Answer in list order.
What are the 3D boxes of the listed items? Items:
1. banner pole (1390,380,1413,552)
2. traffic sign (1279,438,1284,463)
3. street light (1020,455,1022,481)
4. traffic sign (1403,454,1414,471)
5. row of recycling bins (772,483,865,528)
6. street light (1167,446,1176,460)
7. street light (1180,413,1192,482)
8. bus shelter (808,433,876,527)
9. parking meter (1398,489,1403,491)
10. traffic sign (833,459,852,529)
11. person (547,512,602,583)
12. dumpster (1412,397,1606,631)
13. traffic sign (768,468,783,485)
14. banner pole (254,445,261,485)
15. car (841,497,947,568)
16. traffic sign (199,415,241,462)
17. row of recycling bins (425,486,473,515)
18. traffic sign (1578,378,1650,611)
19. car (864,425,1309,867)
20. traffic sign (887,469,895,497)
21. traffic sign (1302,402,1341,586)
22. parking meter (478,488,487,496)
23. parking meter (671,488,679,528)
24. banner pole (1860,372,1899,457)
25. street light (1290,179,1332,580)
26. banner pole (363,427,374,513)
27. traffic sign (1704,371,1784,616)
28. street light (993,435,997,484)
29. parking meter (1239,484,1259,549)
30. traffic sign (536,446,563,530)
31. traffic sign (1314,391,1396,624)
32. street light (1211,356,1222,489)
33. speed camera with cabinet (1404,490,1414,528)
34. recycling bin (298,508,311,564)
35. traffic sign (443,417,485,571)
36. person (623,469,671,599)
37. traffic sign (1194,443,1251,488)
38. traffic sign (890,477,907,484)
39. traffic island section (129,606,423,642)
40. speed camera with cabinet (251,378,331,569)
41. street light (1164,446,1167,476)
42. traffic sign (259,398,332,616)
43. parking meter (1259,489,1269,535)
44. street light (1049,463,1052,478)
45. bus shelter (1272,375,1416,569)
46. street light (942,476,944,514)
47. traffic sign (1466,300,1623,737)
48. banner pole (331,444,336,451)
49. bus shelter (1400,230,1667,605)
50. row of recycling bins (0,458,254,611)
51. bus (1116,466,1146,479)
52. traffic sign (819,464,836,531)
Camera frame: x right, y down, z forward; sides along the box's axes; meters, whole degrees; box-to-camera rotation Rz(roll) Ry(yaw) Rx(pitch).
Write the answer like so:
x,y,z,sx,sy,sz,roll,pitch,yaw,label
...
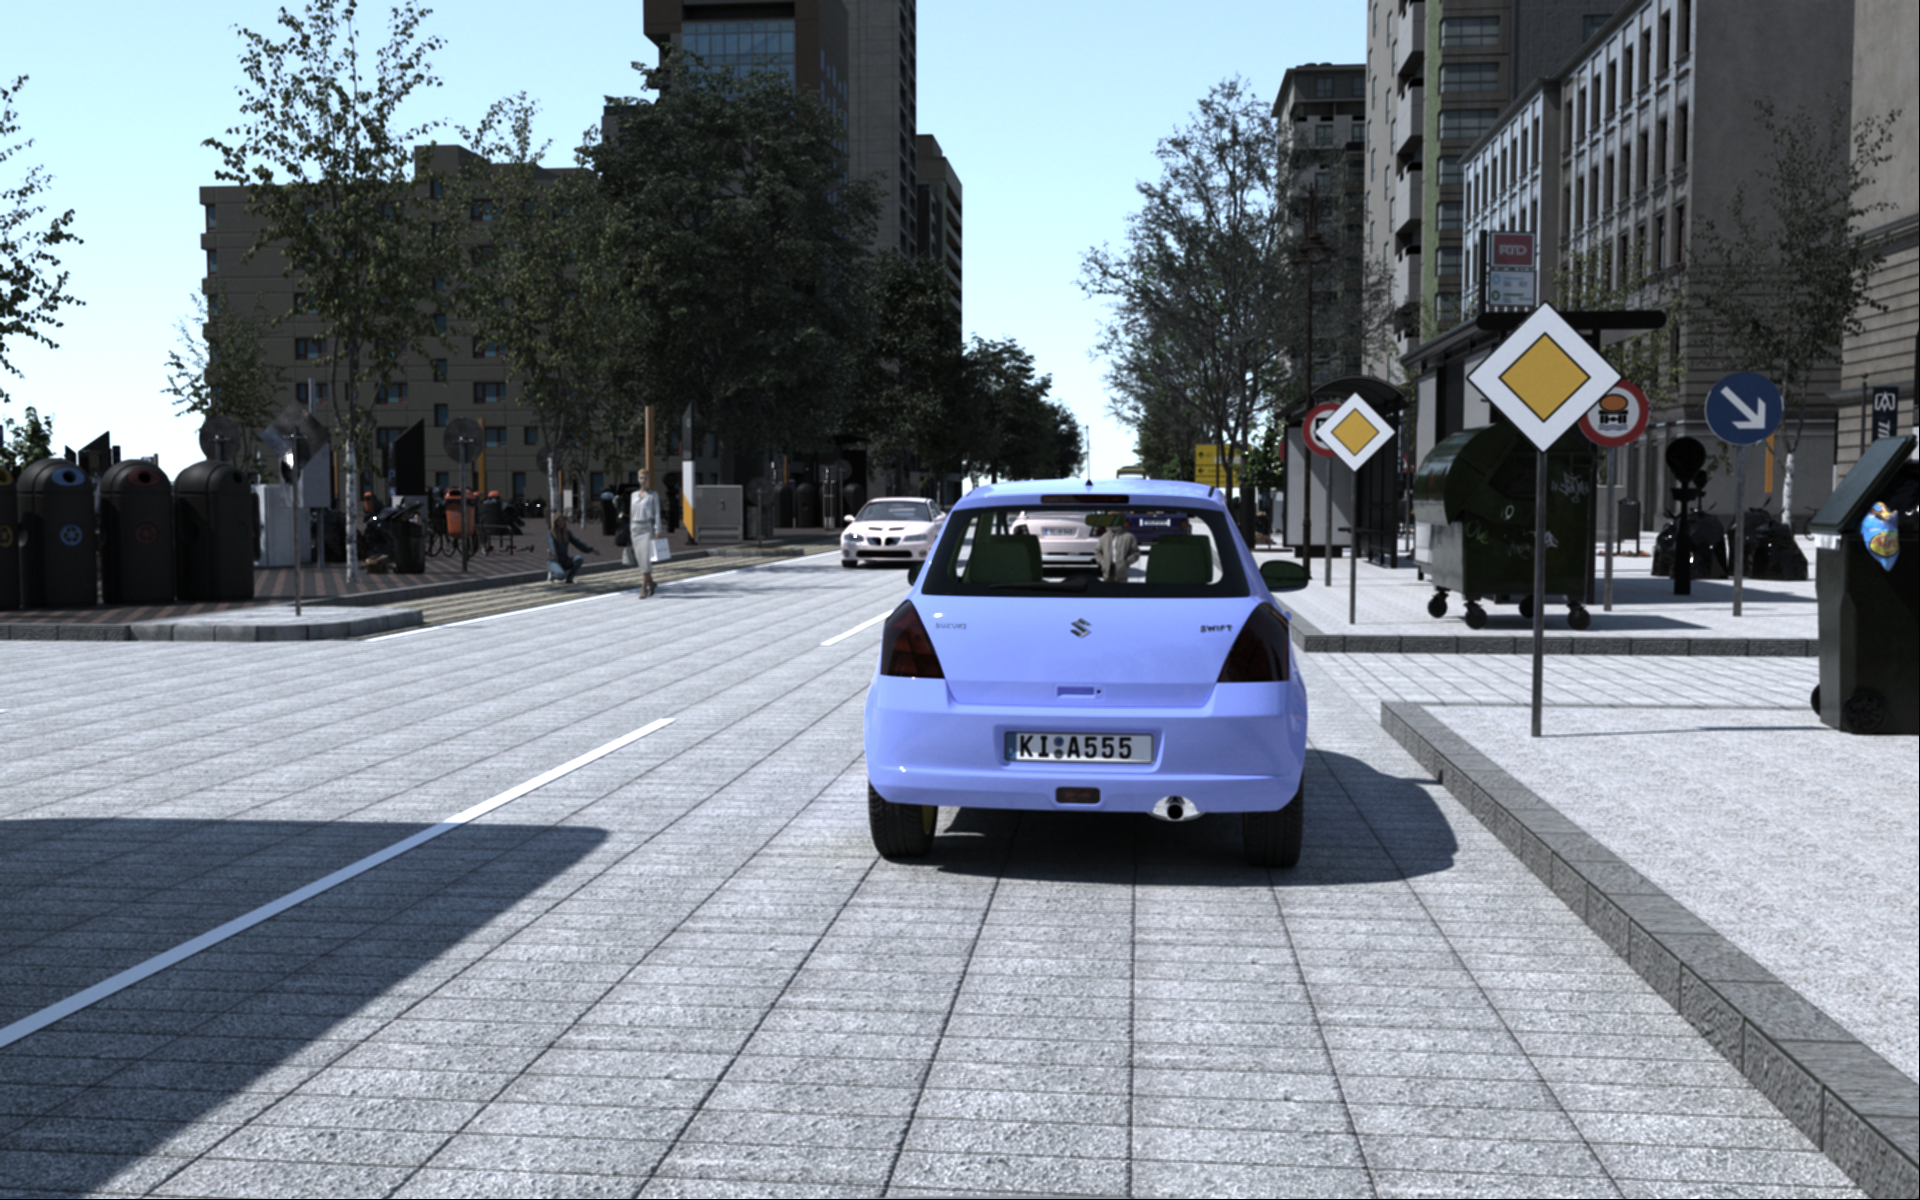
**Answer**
x,y,z,sx,sy,sz,roll,pitch,yaw,label
9.785,-2.959,38.400,0.401,3.779,0.863,-2,4,-28,banner pole
6.872,-2.151,35.281,0.768,2.556,0.104,1,4,13,traffic sign
5.705,-11.444,159.900,0.468,5.910,1.993,0,4,6,street light
10.055,-2.454,40.134,0.884,2.594,0.081,1,4,13,traffic sign
-5.383,-3.591,65.818,3.534,1.692,1.069,-1,4,-8,row of recycling bins
16.581,-9.919,134.968,0.468,5.910,1.993,0,4,6,street light
12.014,-7.251,91.347,0.468,5.910,1.993,0,4,6,street light
-4.717,-4.805,69.840,1.731,3.624,6.357,0,4,6,bus shelter
21.401,-4.615,83.864,0.372,1.533,0.369,0,3,0,parking meter
-4.366,-3.892,63.737,0.768,2.556,0.104,0,4,7,traffic sign
-6.226,-0.835,27.650,1.012,1.151,0.738,-3,5,-41,person
5.373,-0.892,17.074,1.502,2.255,1.985,0,4,6,dumpster
-7.183,-3.991,67.384,0.606,2.300,0.079,0,4,7,traffic sign
-35.838,-6.020,88.445,0.401,3.779,0.863,-3,5,-40,banner pole
-1.237,-1.396,35.189,2.083,1.381,4.827,0,4,5,car
-11.963,-1.705,27.990,0.768,2.556,0.104,1,4,13,traffic sign
-25.650,-4.854,86.481,3.534,1.692,1.069,2,4,32,row of recycling bins
7.091,-1.148,18.884,0.768,2.556,0.104,0,4,8,traffic sign
0.656,0.095,8.042,1.945,1.707,3.694,0,4,7,car
-3.293,-5.268,86.236,0.768,2.556,0.104,1,4,14,traffic sign
5.123,-1.463,24.023,0.768,2.556,0.104,1,4,16,traffic sign
-19.639,-3.844,71.262,0.372,1.533,0.369,0,3,0,parking meter
-10.795,-3.486,65.414,0.372,1.533,0.369,0,3,0,parking meter
18.819,-2.790,35.641,0.863,3.779,0.401,1,4,20,banner pole
5.204,-3.245,25.847,0.468,5.910,1.993,0,4,6,street light
-21.909,-4.538,64.206,0.401,3.779,0.863,0,4,7,banner pole
8.161,-1.101,18.110,0.768,2.556,0.104,1,4,12,traffic sign
2.506,-9.466,127.564,0.468,5.910,1.993,0,4,6,street light
6.650,-1.937,40.083,0.372,1.533,0.369,0,3,0,parking meter
-10.804,-2.782,45.598,0.768,2.556,0.104,1,4,11,traffic sign
3.869,-0.819,17.030,0.795,2.450,0.064,0,4,6,traffic sign
8.662,-5.221,58.156,0.468,5.910,1.993,0,4,6,street light
17.763,-4.336,65.222,0.660,3.252,2.038,-3,5,-42,speed camera with cabinet
-12.357,-1.167,31.631,0.722,1.027,0.722,0,4,8,recycling bin
-8.227,-1.748,28.693,0.768,2.556,0.104,1,4,15,traffic sign
-4.311,-0.923,23.937,0.694,1.780,0.624,3,4,36,person
10.593,-4.651,69.919,2.265,3.308,0.079,1,4,11,traffic sign
-3.146,-5.438,88.911,0.884,2.594,0.081,1,4,10,traffic sign
-6.989,0.247,18.239,2.009,0.180,2.903,0,4,6,traffic island section
-11.727,-2.176,29.919,2.038,3.252,0.660,3,4,36,speed camera with cabinet
19.938,-11.909,167.494,0.468,5.910,1.993,0,4,6,street light
-6.964,-0.889,18.175,0.795,2.450,0.064,0,4,6,traffic sign
9.504,-2.796,54.118,0.372,1.533,0.369,0,3,0,parking meter
10.953,-14.491,209.718,0.468,5.910,1.993,0,4,6,street light
7.018,-2.343,32.230,2.014,3.302,5.546,0,4,6,bus shelter
-0.938,-7.456,94.691,0.468,5.910,1.993,0,4,6,street light
3.042,-0.333,9.088,0.795,2.450,0.064,0,4,6,traffic sign
-31.714,-5.952,87.330,0.863,3.779,0.401,0,4,-3,banner pole
7.459,-2.844,24.129,2.179,5.291,8.768,0,4,6,bus shelter
-10.036,-0.796,20.122,1.069,1.692,3.534,3,5,41,row of recycling bins
14.924,-9.767,151.243,2.896,3.916,12.252,0,4,5,bus
-4.570,-3.525,59.764,0.606,2.300,0.079,1,4,9,traffic sign
